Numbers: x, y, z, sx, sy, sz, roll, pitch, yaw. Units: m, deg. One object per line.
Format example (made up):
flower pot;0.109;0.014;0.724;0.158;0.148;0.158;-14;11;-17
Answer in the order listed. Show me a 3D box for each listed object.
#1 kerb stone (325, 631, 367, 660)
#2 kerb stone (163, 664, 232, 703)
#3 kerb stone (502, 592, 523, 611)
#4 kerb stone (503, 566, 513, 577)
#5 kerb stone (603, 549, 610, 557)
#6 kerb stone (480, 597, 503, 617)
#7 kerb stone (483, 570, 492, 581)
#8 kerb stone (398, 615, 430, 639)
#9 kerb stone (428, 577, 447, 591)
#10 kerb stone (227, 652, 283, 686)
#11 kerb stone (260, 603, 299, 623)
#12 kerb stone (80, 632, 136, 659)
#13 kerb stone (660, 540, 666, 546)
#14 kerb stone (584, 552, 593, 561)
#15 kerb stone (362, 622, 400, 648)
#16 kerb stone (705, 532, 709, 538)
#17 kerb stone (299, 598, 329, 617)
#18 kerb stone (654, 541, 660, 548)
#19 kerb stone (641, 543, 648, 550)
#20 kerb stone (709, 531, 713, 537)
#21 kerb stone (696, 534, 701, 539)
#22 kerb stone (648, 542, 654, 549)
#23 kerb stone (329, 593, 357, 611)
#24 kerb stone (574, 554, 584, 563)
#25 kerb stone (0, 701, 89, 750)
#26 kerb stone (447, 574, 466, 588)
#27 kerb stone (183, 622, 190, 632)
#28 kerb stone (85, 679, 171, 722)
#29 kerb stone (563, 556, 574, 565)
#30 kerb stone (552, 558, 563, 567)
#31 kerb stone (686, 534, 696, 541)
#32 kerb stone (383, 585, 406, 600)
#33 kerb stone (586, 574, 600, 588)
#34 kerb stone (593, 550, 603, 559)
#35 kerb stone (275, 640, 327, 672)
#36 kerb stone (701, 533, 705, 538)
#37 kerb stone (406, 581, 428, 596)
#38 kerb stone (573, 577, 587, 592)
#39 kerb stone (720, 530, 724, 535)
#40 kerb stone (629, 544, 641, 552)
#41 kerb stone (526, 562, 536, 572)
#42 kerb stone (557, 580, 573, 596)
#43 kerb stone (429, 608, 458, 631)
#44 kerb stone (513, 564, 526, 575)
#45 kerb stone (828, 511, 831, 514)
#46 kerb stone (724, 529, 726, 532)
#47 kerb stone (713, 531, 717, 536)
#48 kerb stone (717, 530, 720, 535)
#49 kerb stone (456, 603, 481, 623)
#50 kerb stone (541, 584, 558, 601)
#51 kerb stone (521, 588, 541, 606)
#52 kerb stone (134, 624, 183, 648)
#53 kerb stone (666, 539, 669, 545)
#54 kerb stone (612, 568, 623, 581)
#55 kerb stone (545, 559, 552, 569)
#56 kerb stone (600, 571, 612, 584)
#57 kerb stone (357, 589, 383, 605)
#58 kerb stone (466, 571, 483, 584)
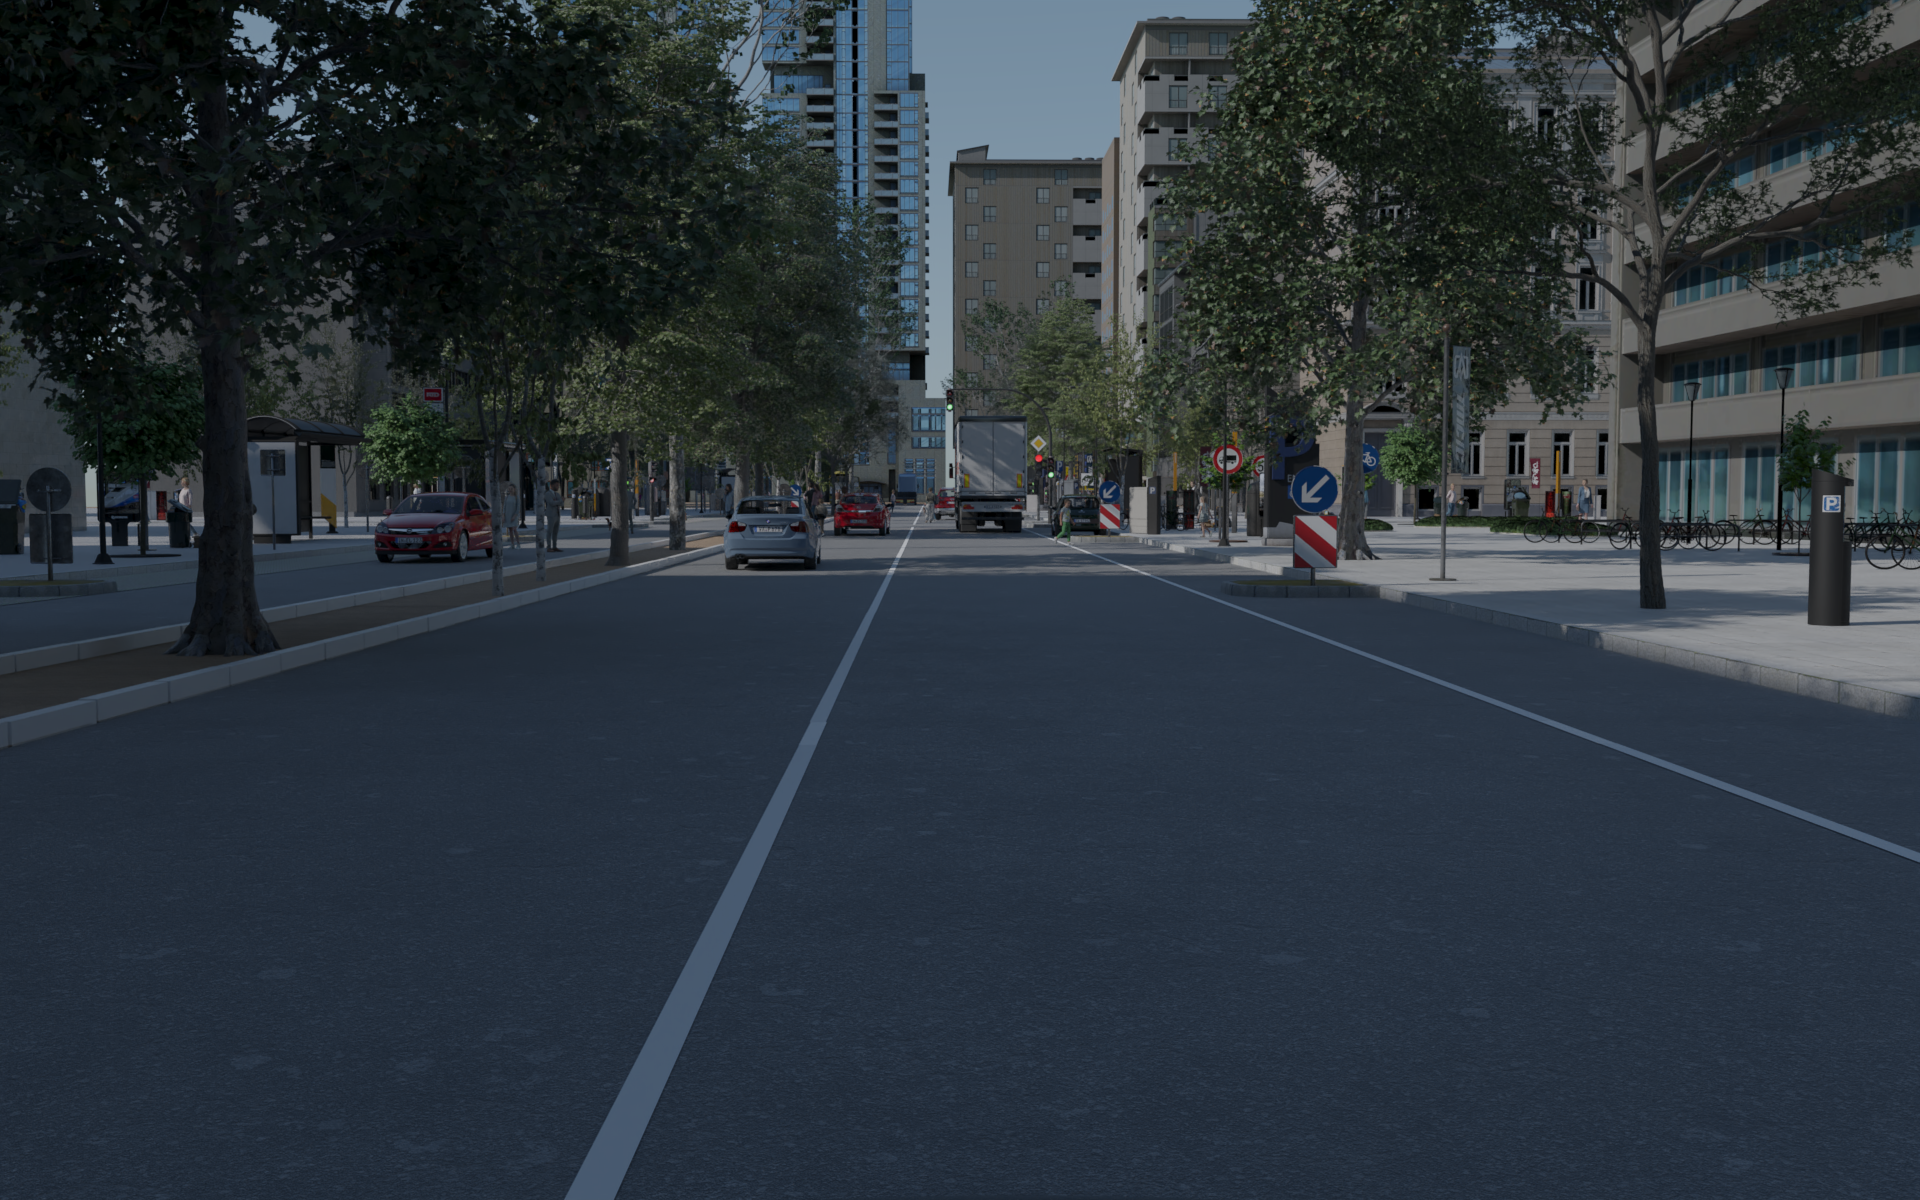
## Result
kerb stone;-5.544;0.412;15.458;0.120;0.150;1.000;0;4;-1
kerb stone;-5.487;0.600;12.384;0.120;0.150;1.000;0;4;-1
kerb stone;-5.656;0.037;21.588;0.120;0.150;1.000;0;4;-1
kerb stone;-7.899;-0.462;29.748;0.120;0.150;1.000;0;4;-1
kerb stone;-8.066;-1.026;38.973;0.120;0.150;1.000;0;4;-1
kerb stone;-5.637;0.104;20.567;0.120;0.150;1.000;0;4;-1
kerb stone;-7.877;-0.396;28.721;0.120;0.150;1.000;0;4;-1
kerb stone;-5.584;0.287;17.501;0.120;0.150;1.000;0;4;-1
kerb stone;-7.829;-0.210;25.632;0.120;0.150;1.000;0;4;-1
kerb stone;-5.506;0.541;13.406;0.120;0.150;1.000;0;4;-1
kerb stone;-7.714;0.166;19.491;0.120;0.150;1.000;0;4;-1
kerb stone;-7.638;0.419;15.391;0.120;0.150;1.000;0;4;-1
kerb stone;-8.207;-1.526;47.169;0.120;0.150;1.000;0;4;-1
kerb stone;-8.032;-0.901;36.927;0.120;0.150;1.000;0;4;-1
kerb stone;-5.565;0.350;16.479;0.120;0.150;1.000;0;4;-1
kerb stone;-8.380;-2.092;56.402;0.120;0.150;1.000;0;4;-1
kerb stone;-7.733;0.103;20.513;0.120;0.150;1.000;0;4;-1
kerb stone;-8.187;-1.465;46.146;0.120;0.150;1.000;0;4;-1
kerb stone;-8.158;-1.339;44.096;0.120;0.150;1.000;0;4;-1
kerb stone;-8.401;-2.154;57.427;0.120;0.150;1.000;0;4;-1
kerb stone;-8.341;-1.967;54.356;0.120;0.150;1.000;0;4;-1
kerb stone;-8.175;-1.402;45.118;0.120;0.150;1.000;0;4;-1
kerb stone;-7.755;0.042;21.537;0.120;0.150;1.000;0;4;-1
kerb stone;-8.012;-0.836;35.905;0.120;0.150;1.000;0;4;-1
kerb stone;-5.445;0.733;10.316;0.120;0.150;1.000;0;4;-1
kerb stone;-7.840;-0.273;26.662;0.120;0.150;1.000;0;4;-1
kerb stone;-7.670;0.295;17.435;0.120;0.150;1.000;0;4;-1
kerb stone;-5.472;0.665;11.356;0.120;0.150;1.000;0;4;-1
kerb stone;-7.993;-0.772;34.879;0.120;0.150;1.000;0;4;-1
kerb stone;-7.975;-0.713;33.848;0.120;0.150;1.000;0;4;-1
kerb stone;-8.329;-1.901;53.335;0.120;0.150;1.000;0;4;-1
kerb stone;-7.793;-0.082;23.588;0.120;0.150;1.000;0;4;-1
kerb stone;-5.748;-0.276;26.711;0.120;0.150;1.000;0;4;-1
kerb stone;-8.043;-0.963;37.949;0.120;0.150;1.000;0;4;-1
kerb stone;-5.528;0.476;14.427;0.120;0.150;1.000;0;4;-1
kerb stone;-8.364;-2.030;55.380;0.120;0.150;1.000;0;4;-1
kerb stone;-7.805;-0.140;24.610;0.120;0.150;1.000;0;4;-1
kerb stone;-5.732;-0.212;25.690;0.120;0.150;1.000;0;4;-1
kerb stone;-8.453;-2.343;60.507;0.120;0.150;1.000;0;4;-1
kerb stone;-8.139;-1.277;43.073;0.120;0.150;1.000;0;4;-1
kerb stone;-7.942;-0.587;31.797;0.120;0.150;1.000;0;4;-1
kerb stone;-5.716;-0.151;24.661;0.120;0.150;1.000;0;4;-1
kerb stone;-5.598;0.225;18.523;0.120;0.150;1.000;0;4;-1
kerb stone;-7.927;-0.523;30.776;0.120;0.150;1.000;0;4;-1
kerb stone;-9.727;-6.701;131.762;0.120;0.150;1.000;0;4;-1
kerb stone;-8.468;-2.402;61.529;0.120;0.150;1.000;0;4;-1
kerb stone;-8.423;-2.217;58.451;0.120;0.150;1.000;0;4;-1
kerb stone;-8.433;-2.280;59.480;0.120;0.150;1.000;0;4;-1
kerb stone;-5.621;0.162;19.545;0.120;0.150;1.000;0;4;-1
kerb stone;-5.686;-0.088;23.632;0.120;0.150;1.000;0;4;-1
kerb stone;-5.674;-0.025;22.610;0.120;0.150;1.000;0;4;-1
kerb stone;-7.664;0.356;16.413;0.120;0.150;1.000;0;4;-1
kerb stone;-8.229;-1.591;48.200;0.120;0.150;1.000;0;4;-1
kerb stone;-5.781;-0.402;28.762;0.120;0.150;1.000;0;4;-1
kerb stone;-7.957;-0.650;32.819;0.120;0.150;1.000;0;4;-1
kerb stone;-5.765;-0.335;27.733;0.120;0.150;1.000;0;4;-1
kerb stone;-7.771;-0.022;22.558;0.120;0.150;1.000;0;4;-1
kerb stone;-7.859;-0.336;27.686;0.120;0.150;1.000;0;4;-1
